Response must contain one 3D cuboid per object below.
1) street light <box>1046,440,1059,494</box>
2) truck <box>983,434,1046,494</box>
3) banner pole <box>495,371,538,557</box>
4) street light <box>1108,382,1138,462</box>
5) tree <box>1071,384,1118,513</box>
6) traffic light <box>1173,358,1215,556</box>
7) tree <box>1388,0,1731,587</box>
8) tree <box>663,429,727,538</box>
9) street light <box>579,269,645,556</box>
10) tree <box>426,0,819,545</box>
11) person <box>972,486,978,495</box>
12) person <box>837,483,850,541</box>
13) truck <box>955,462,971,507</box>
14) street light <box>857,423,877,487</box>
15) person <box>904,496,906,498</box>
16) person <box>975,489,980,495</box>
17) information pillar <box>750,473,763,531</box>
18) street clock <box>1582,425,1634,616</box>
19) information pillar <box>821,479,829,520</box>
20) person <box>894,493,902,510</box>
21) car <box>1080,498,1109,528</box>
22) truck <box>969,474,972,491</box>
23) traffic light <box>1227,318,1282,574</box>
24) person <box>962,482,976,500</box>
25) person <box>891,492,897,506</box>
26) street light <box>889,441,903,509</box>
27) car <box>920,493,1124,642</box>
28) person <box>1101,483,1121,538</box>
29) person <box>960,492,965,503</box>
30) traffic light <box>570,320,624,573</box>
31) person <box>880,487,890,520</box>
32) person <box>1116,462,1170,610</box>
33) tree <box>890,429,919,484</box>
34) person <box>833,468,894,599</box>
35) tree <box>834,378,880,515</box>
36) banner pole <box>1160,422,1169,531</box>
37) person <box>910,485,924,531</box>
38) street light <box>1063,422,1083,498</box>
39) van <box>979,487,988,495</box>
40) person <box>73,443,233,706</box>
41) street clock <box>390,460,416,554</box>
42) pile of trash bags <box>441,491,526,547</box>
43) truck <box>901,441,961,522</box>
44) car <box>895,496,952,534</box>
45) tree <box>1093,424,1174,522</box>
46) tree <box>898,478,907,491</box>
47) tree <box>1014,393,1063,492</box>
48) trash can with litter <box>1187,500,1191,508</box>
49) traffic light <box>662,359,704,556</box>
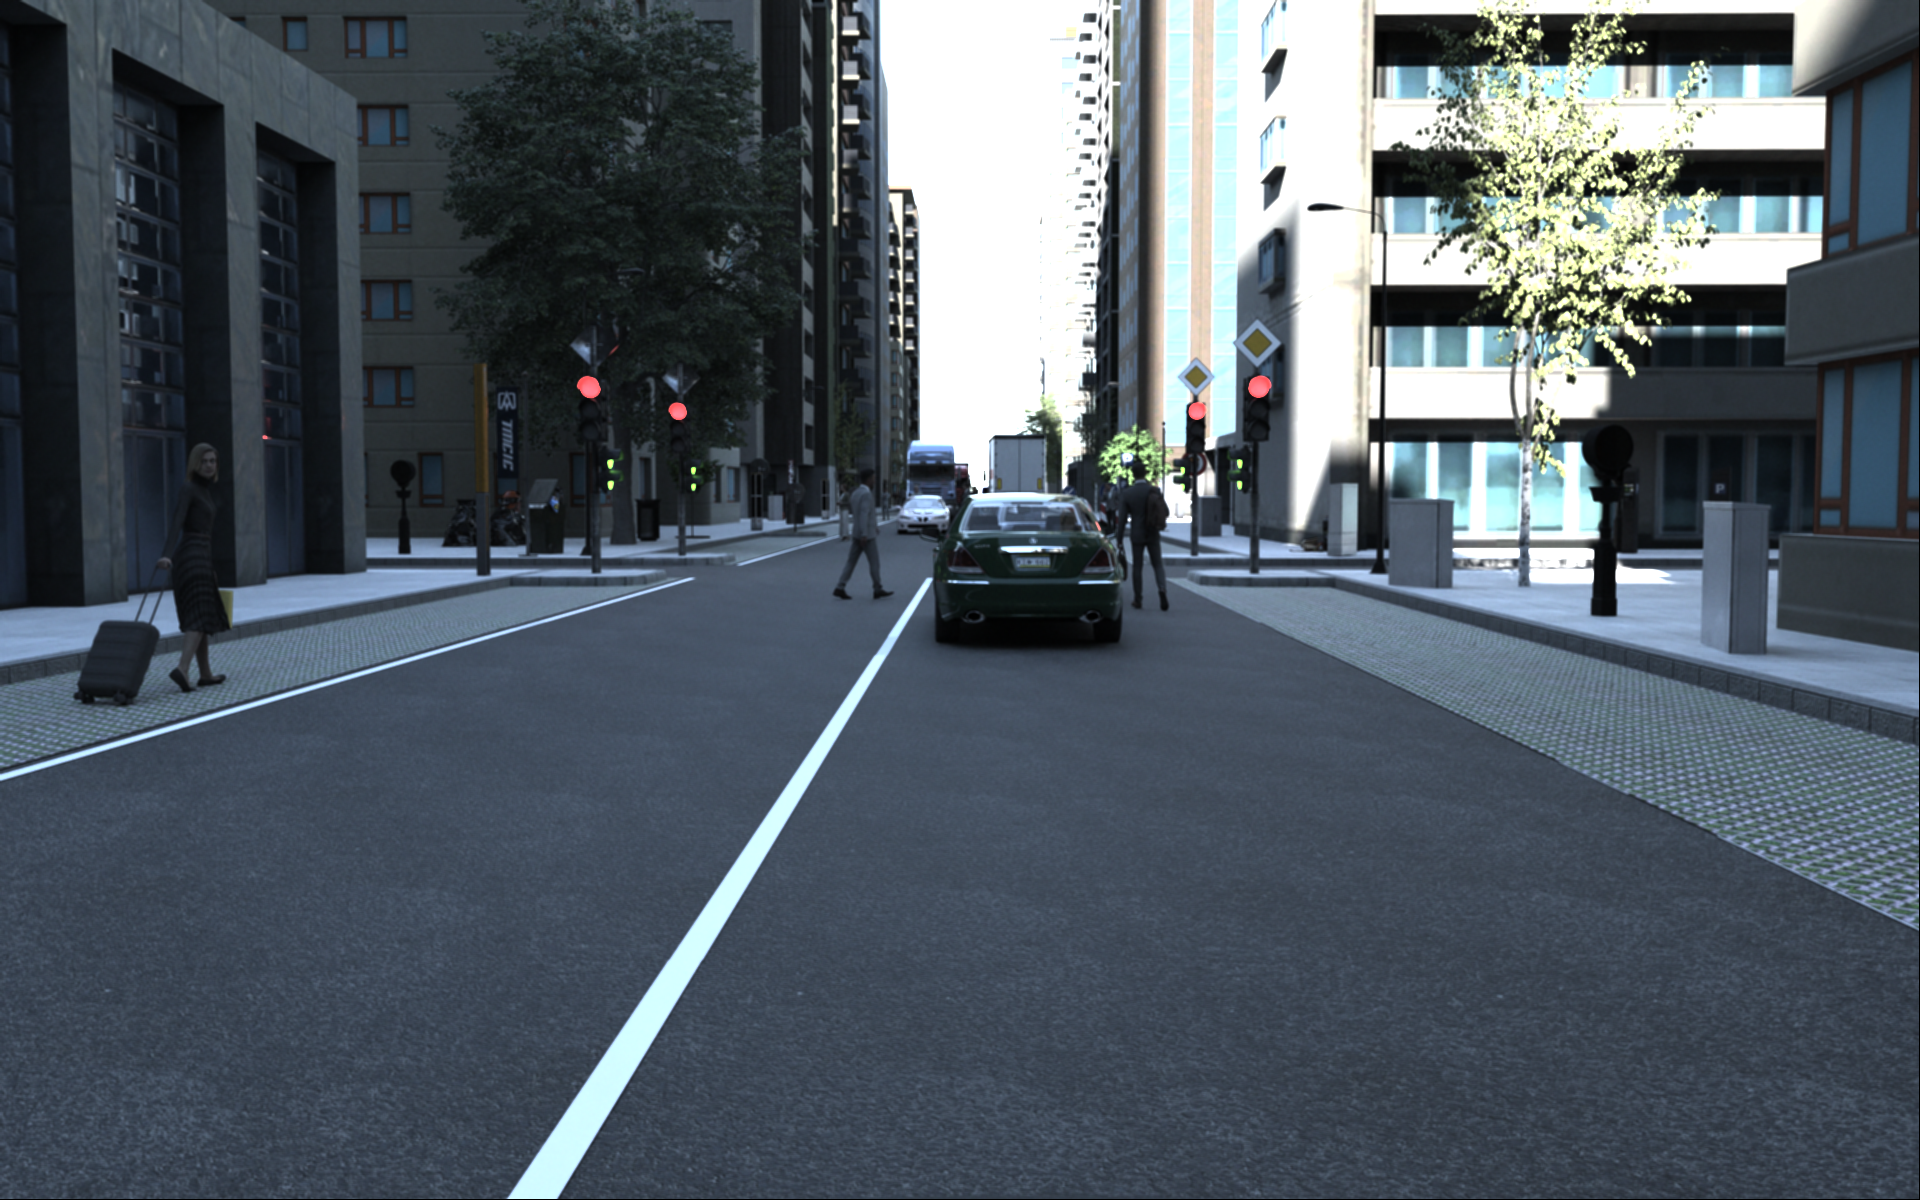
[{"bbox_3d":[7.862,-10.745,148.221,1.470,5.913,1.316,0,4,1],"label":"street light"},{"bbox_3d":[2.690,-5.966,86.462,2.839,4.237,11.283,0,4,-1],"label":"truck"},{"bbox_3d":[-9.105,-2.781,35.487,0.863,3.779,0.401,0,4,3],"label":"banner pole"},{"bbox_3d":[6.838,-6.088,72.082,1.470,5.913,1.316,0,4,1],"label":"street light"},{"bbox_3d":[9.411,-10.191,116.991,4.360,8.622,3.978,0,3,0],"label":"tree"},{"bbox_3d":[4.843,-2.868,35.816,0.839,4.253,0.868,0,4,1],"label":"traffic light"},{"bbox_3d":[8.069,-4.489,23.758,4.737,8.622,4.395,0,3,0],"label":"tree"},{"bbox_3d":[-7.918,-3.420,50.513,1.663,3.219,1.824,0,3,0],"label":"tree"},{"bbox_3d":[-7.196,-3.873,35.858,1.470,5.913,1.316,0,4,1],"label":"street light"},{"bbox_3d":[-8.473,-8.385,43.751,9.857,13.997,8.962,0,3,0],"label":"tree"},{"bbox_3d":[0.873,-4.052,74.965,0.699,1.804,1.509,-3,4,-38],"label":"person"},{"bbox_3d":[-3.579,-2.691,53.045,0.362,1.759,0.519,-2,4,-31],"label":"person"},{"bbox_3d":[-0.392,-10.195,155.608,2.839,4.237,11.283,0,4,0],"label":"truck"},{"bbox_3d":[-6.145,-8.614,113.372,1.470,5.913,1.316,0,4,1],"label":"street light"},{"bbox_3d":[-3.968,-8.071,140.477,1.348,1.821,0.705,0,4,-4],"label":"person"},{"bbox_3d":[1.027,-5.218,94.645,0.643,1.720,0.563,1,4,18],"label":"person"},{"bbox_3d":[-7.154,-3.451,60.916,0.304,2.012,0.304,-3,5,-41],"label":"information pillar"},{"bbox_3d":[6.789,-0.834,18.204,0.471,2.002,0.358,-1,4,-14],"label":"street clock"},{"bbox_3d":[-6.755,-5.044,86.965,0.304,2.012,0.304,1,4,20],"label":"information pillar"},{"bbox_3d":[-4.864,-7.839,137.469,0.742,1.727,0.445,-2,4,-24],"label":"person"},{"bbox_3d":[1.163,-0.779,24.741,2.014,1.417,4.499,0,4,0],"label":"car"},{"bbox_3d":[0.325,-15.847,248.005,2.839,4.237,11.283,0,4,0],"label":"truck"},{"bbox_3d":[4.732,-2.380,27.832,0.839,4.253,0.868,0,4,1],"label":"traffic light"},{"bbox_3d":[0.277,-2.990,57.343,0.822,1.834,0.622,0,4,-1],"label":"person"},{"bbox_3d":[-7.188,-11.255,193.341,1.217,1.723,0.721,3,4,36],"label":"person"},{"bbox_3d":[-5.662,-10.990,152.226,1.470,5.913,1.316,0,4,1],"label":"street light"},{"bbox_3d":[0.637,-0.391,18.197,2.131,1.459,4.920,0,4,-1],"label":"car"},{"bbox_3d":[4.896,-2.905,56.185,0.592,1.802,0.473,3,5,41],"label":"person"},{"bbox_3d":[0.230,-8.541,149.617,0.415,1.643,0.593,2,4,32],"label":"person"},{"bbox_3d":[-5.879,-2.388,27.963,0.839,4.253,0.868,0,4,1],"label":"traffic light"},{"bbox_3d":[-4.093,-5.241,94.374,0.511,1.800,0.466,1,4,11],"label":"person"},{"bbox_3d":[2.280,-0.799,21.521,0.622,1.834,0.822,-1,4,-9],"label":"person"},{"bbox_3d":[-6.103,-14.571,188.605,4.360,8.622,3.978,0,3,0],"label":"tree"},{"bbox_3d":[-1.332,-0.910,23.661,0.850,1.792,0.678,-2,4,-28],"label":"person"},{"bbox_3d":[-7.420,-9.664,108.361,4.737,8.622,4.395,0,3,0],"label":"tree"},{"bbox_3d":[7.077,-4.298,60.283,0.401,3.779,0.863,0,4,4],"label":"banner pole"},{"bbox_3d":[-1.716,-3.523,66.592,0.782,1.767,0.515,0,4,1],"label":"person"},{"bbox_3d":[7.306,-8.465,110.936,1.470,5.913,1.316,0,4,1],"label":"street light"},{"bbox_3d":[2.601,-8.367,141.176,2.240,2.365,5.245,0,4,0],"label":"van"},{"bbox_3d":[-5.690,-0.221,12.339,0.699,1.804,1.509,1,4,19],"label":"person"},{"bbox_3d":[-11.893,-1.985,37.032,0.471,2.002,0.358,1,4,8],"label":"street clock"},{"bbox_3d":[-11.691,-2.067,43.541,1.912,1.369,3.447,0,4,2],"label":"pile of trash bags"},{"bbox_3d":[-1.479,-6.363,93.799,2.967,4.110,18.799,0,4,0],"label":"truck"},{"bbox_3d":[-1.314,-3.121,63.395,2.083,1.381,4.827,0,3,0],"label":"car"},{"bbox_3d":[7.954,-5.818,78.835,4.285,4.588,4.351,0,3,0],"label":"tree"},{"bbox_3d":[-6.060,-11.623,184.635,1.663,3.219,1.824,0,3,0],"label":"tree"},{"bbox_3d":[9.441,-16.852,193.662,7.486,12.596,7.792,0,3,0],"label":"tree"},{"bbox_3d":[11.118,-4.251,80.884,0.624,1.170,1.055,3,4,36],"label":"trash can with litter"},{"bbox_3d":[-5.767,-2.876,35.947,0.839,4.253,0.868,0,4,1],"label":"traffic light"}]
